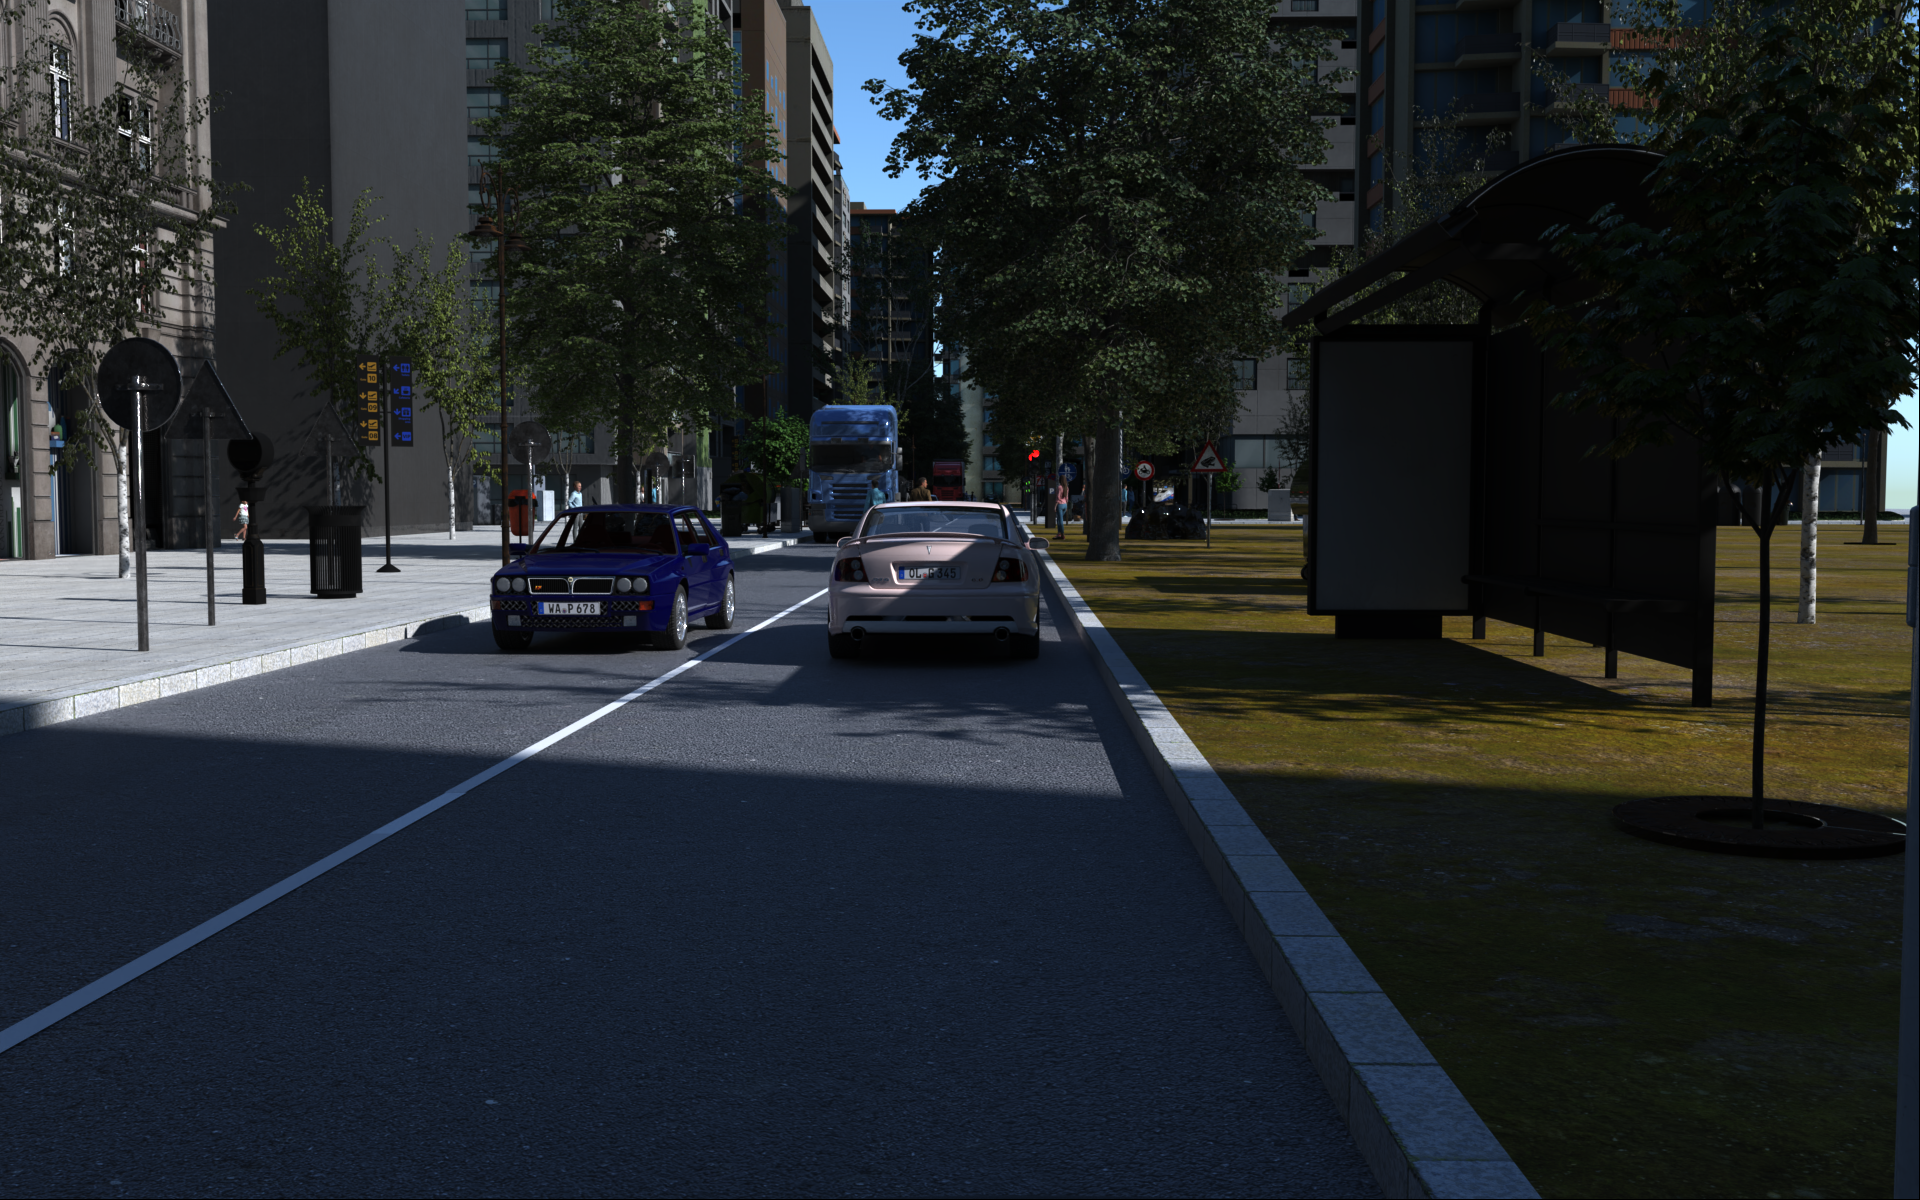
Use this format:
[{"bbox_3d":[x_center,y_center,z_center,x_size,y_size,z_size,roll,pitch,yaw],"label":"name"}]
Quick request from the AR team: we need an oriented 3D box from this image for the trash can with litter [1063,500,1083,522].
[{"bbox_3d":[5.226,-4.258,81.006,1.055,1.170,0.624,1,4,19],"label":"trash can with litter"}]

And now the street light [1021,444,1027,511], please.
[{"bbox_3d":[5.564,-11.183,155.624,0.468,5.910,1.993,0,4,1],"label":"street light"}]

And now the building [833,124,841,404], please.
[{"bbox_3d":[-24.958,-32.912,192.735,22.147,44.769,28.867,0,4,1],"label":"building"}]

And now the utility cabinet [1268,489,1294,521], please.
[{"bbox_3d":[14.864,-4.379,80.269,1.173,1.500,0.318,3,4,36],"label":"utility cabinet"}]

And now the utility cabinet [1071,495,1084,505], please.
[{"bbox_3d":[7.335,-5.836,106.586,1.020,1.237,0.306,-1,4,-10],"label":"utility cabinet"}]

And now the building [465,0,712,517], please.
[{"bbox_3d":[-22.344,-25.349,98.055,14.154,41.232,14.086,0,4,1],"label":"building"}]

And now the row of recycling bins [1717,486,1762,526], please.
[{"bbox_3d":[31.028,-3.882,70.583,1.069,1.692,3.534,-2,4,-34],"label":"row of recycling bins"}]

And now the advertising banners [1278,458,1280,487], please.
[{"bbox_3d":[15.264,-5.299,82.821,0.090,3.025,2.074,1,4,12],"label":"advertising banners"}]

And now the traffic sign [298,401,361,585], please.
[{"bbox_3d":[-8.844,-1.487,24.309,0.884,2.594,0.081,0,4,2],"label":"traffic sign"}]

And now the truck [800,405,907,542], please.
[{"bbox_3d":[-2.915,-4.189,58.256,2.967,4.110,18.799,0,4,2],"label":"truck"}]

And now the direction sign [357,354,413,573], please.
[{"bbox_3d":[-9.396,-2.225,28.373,0.876,3.537,0.379,-2,4,-34],"label":"direction sign"}]

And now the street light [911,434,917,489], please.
[{"bbox_3d":[-3.610,-9.875,134.238,0.468,5.910,1.993,0,4,1],"label":"street light"}]

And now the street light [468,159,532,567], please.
[{"bbox_3d":[-6.428,-3.155,24.369,0.468,5.910,1.993,0,4,1],"label":"street light"}]

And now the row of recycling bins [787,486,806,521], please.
[{"bbox_3d":[-8.528,-4.636,82.909,3.534,1.692,1.069,1,4,20],"label":"row of recycling bins"}]

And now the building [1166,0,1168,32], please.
[{"bbox_3d":[42.182,-57.823,258.084,31.000,86.520,22.319,0,4,1],"label":"building"}]

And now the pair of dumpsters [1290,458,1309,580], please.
[{"bbox_3d":[5.653,-1.295,23.661,1.574,2.255,4.437,0,4,1],"label":"pair of dumpsters"}]

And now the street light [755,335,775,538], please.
[{"bbox_3d":[-5.689,-4.745,50.374,0.468,5.910,1.993,0,4,1],"label":"street light"}]

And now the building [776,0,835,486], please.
[{"bbox_3d":[-23.823,-33.254,167.398,21.300,48.544,21.600,0,4,1],"label":"building"}]

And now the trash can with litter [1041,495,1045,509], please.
[{"bbox_3d":[5.791,-6.827,122.673,1.678,1.210,2.233,0,3,0],"label":"trash can with litter"}]

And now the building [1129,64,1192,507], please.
[{"bbox_3d":[28.730,-31.842,175.247,22.147,44.769,28.867,0,4,1],"label":"building"}]

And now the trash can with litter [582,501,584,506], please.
[{"bbox_3d":[-18.428,-4.444,84.051,0.624,1.170,1.055,3,4,36],"label":"trash can with litter"}]

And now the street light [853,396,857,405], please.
[{"bbox_3d":[-4.963,-6.671,81.851,0.468,5.910,1.993,0,4,1],"label":"street light"}]

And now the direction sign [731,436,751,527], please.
[{"bbox_3d":[-8.524,-4.618,67.505,0.876,3.537,0.379,2,4,25],"label":"direction sign"}]

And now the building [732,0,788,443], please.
[{"bbox_3d":[-22.565,-30.489,148.610,14.600,45.320,14.200,0,4,1],"label":"building"}]

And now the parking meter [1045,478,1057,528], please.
[{"bbox_3d":[3.402,-3.620,64.895,0.399,1.863,0.255,-1,4,-19],"label":"parking meter"}]

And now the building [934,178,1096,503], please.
[{"bbox_3d":[11.490,-39.232,261.055,30.456,49.044,23.786,0,4,1],"label":"building"}]

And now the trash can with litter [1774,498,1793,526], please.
[{"bbox_3d":[33.192,-3.606,70.353,1.055,1.170,0.624,0,4,-7],"label":"trash can with litter"}]

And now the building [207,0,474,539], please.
[{"bbox_3d":[-29.237,-16.017,55.378,24.014,27.812,14.314,0,4,1],"label":"building"}]

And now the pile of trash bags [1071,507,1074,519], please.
[{"bbox_3d":[5.635,-4.797,88.189,1.912,1.369,3.447,-3,4,-37],"label":"pile of trash bags"}]

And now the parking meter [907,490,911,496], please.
[{"bbox_3d":[-3.566,-6.990,122.691,0.372,1.533,0.369,0,3,0],"label":"parking meter"}]

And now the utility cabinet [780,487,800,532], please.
[{"bbox_3d":[-5.643,-2.995,57.648,0.318,1.500,1.173,-2,4,-24],"label":"utility cabinet"}]

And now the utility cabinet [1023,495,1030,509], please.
[{"bbox_3d":[5.736,-8.355,147.770,0.306,1.237,1.020,-1,4,-21],"label":"utility cabinet"}]

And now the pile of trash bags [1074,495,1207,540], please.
[{"bbox_3d":[5.187,-2.405,49.067,3.447,1.369,1.912,0,4,-7],"label":"pile of trash bags"}]

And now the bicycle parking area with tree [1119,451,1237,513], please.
[{"bbox_3d":[13.995,-7.960,117.153,8.231,4.147,9.016,-1,4,-21],"label":"bicycle parking area with tree"}]

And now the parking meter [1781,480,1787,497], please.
[{"bbox_3d":[34.631,-4.099,72.733,0.255,1.863,0.399,2,4,31],"label":"parking meter"}]

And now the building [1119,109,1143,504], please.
[{"bbox_3d":[29.893,-35.786,204.703,23.786,49.044,30.456,0,4,1],"label":"building"}]

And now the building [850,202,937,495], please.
[{"bbox_3d":[-18.215,-37.162,262.222,28.867,44.769,22.147,0,4,1],"label":"building"}]

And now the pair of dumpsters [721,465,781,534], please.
[{"bbox_3d":[-6.864,-3.344,57.167,1.574,2.255,4.437,0,4,1],"label":"pair of dumpsters"}]

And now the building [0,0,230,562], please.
[{"bbox_3d":[-23.897,-11.485,29.574,13.314,21.916,24.055,0,4,1],"label":"building"}]

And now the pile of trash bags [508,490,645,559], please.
[{"bbox_3d":[-7.300,-1.516,34.536,3.447,1.369,1.912,0,4,-6],"label":"pile of trash bags"}]

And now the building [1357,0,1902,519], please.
[{"bbox_3d":[35.825,-27.123,98.088,28.867,44.769,22.147,0,4,1],"label":"building"}]

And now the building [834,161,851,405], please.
[{"bbox_3d":[-20.781,-32.457,214.273,14.086,41.232,14.154,0,4,1],"label":"building"}]

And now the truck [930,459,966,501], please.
[{"bbox_3d":[-0.904,-9.279,140.623,2.839,4.237,11.283,0,4,1],"label":"truck"}]

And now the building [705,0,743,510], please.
[{"bbox_3d":[-24.765,-41.851,122.508,20.563,71.187,20.611,0,4,1],"label":"building"}]

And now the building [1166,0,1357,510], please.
[{"bbox_3d":[30.789,-33.399,135.311,28.713,52.752,27.495,0,4,1],"label":"building"}]

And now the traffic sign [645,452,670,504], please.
[{"bbox_3d":[-9.168,-3.202,52.465,0.768,2.556,0.104,0,4,6],"label":"traffic sign"}]

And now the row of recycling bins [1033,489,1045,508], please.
[{"bbox_3d":[7.733,-9.024,154.653,1.069,1.692,3.534,-3,4,-39],"label":"row of recycling bins"}]
